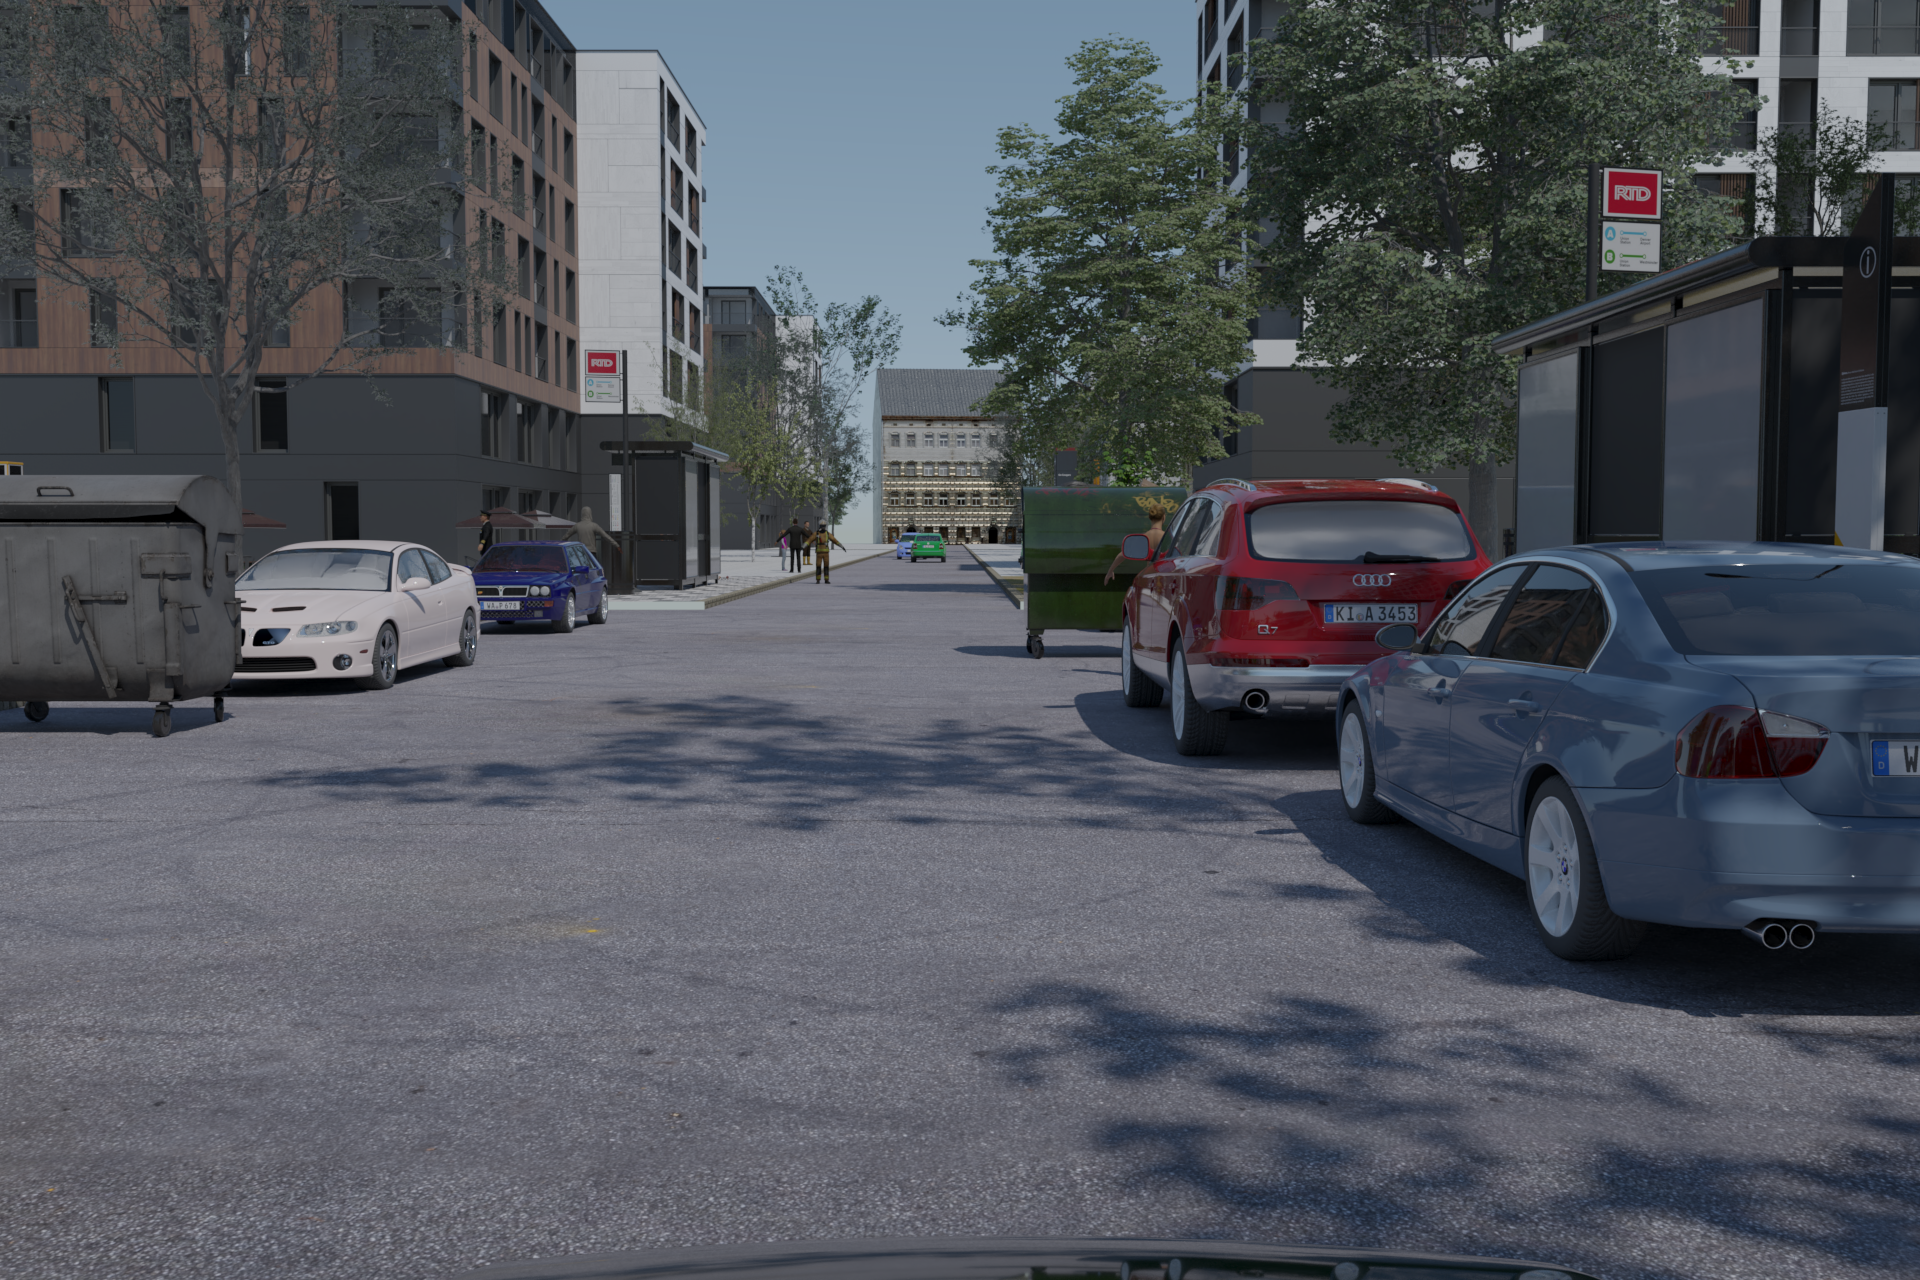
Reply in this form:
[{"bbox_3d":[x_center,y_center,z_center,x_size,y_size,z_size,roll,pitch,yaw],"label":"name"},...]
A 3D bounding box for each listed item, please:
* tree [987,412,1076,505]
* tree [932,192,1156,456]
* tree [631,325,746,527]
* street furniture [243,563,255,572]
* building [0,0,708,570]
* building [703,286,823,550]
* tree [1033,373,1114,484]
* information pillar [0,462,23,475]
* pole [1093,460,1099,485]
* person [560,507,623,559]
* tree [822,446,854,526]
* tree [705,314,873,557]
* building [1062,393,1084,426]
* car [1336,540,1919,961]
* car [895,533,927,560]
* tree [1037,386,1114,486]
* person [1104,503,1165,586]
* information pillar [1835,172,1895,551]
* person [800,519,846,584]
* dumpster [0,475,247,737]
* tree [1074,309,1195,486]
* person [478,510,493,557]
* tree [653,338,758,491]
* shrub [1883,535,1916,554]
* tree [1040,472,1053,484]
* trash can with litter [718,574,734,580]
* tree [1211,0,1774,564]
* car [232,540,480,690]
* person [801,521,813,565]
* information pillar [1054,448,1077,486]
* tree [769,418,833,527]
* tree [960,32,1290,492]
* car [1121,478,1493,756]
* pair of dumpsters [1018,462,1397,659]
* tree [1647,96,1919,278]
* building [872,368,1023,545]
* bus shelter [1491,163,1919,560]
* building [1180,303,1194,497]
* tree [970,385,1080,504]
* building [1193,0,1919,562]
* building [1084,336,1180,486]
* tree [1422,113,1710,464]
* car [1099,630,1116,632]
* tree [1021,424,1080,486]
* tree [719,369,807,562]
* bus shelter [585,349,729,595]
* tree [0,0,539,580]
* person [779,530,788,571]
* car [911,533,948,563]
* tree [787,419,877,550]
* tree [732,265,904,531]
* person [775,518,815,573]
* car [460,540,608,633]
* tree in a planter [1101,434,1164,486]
[{"bbox_3d":[5.516,-11.457,121.734,7.601,10.594,8.767,-1,4,-18],"label":"tree"},{"bbox_3d":[4.174,-14.811,98.051,12.611,20.169,13.585,0,3,0],"label":"tree"},{"bbox_3d":[-9.407,-6.770,61.057,4.360,8.622,3.978,0,3,0],"label":"tree"},{"bbox_3d":[-20.150,-2.139,50.592,10.072,0.657,5.734,-1,4,-15],"label":"street furniture"},{"bbox_3d":[-26.664,-13.904,71.301,27.936,21.610,32.646,0,3,0],"label":"building"},{"bbox_3d":[-27.584,-19.273,159.094,27.936,21.610,32.646,0,4,-1],"label":"building"},{"bbox_3d":[5.518,-7.856,78.806,4.360,8.622,3.978,0,3,0],"label":"tree"},{"bbox_3d":[-9.782,-0.809,17.720,0.304,2.012,0.304,0,4,-1],"label":"information pillar"},{"bbox_3d":[3.683,-3.241,46.839,0.158,3.312,0.155,0,3,0],"label":"pole"},{"bbox_3d":[-7.227,-1.680,33.595,1.348,1.813,0.705,0,4,3],"label":"person"},{"bbox_3d":[-18.392,-19.523,225.862,9.857,13.997,8.962,0,3,0],"label":"tree"},{"bbox_3d":[-10.009,-11.382,96.458,12.009,13.543,11.850,0,3,0],"label":"tree"},{"bbox_3d":[21.553,-22.853,204.570,19.493,23.208,18.063,0,4,0],"label":"building"},{"bbox_3d":[2.837,0.299,7.121,2.014,1.417,4.499,0,4,-1],"label":"car"},{"bbox_3d":[-2.705,-5.411,98.059,1.945,1.707,3.694,0,4,-1],"label":"car"},{"bbox_3d":[6.111,-8.173,83.996,4.360,8.622,3.978,0,3,0],"label":"tree"},{"bbox_3d":[1.987,-0.485,17.196,1.217,1.733,0.721,2,4,28],"label":"person"},{"bbox_3d":[6.008,-1.234,11.532,0.183,3.616,0.504,0,3,0],"label":"information pillar"},{"bbox_3d":[-3.946,-2.540,49.747,1.354,1.858,0.705,-1,4,-14],"label":"person"},{"bbox_3d":[-6.345,-0.271,12.646,1.865,1.857,1.264,0,4,0],"label":"dumpster"},{"bbox_3d":[5.435,-6.425,55.410,4.737,8.622,4.395,0,3,0],"label":"tree"},{"bbox_3d":[-11.013,-2.093,40.161,0.705,1.837,1.347,-1,4,-12],"label":"person"},{"bbox_3d":[-9.507,-7.017,65.093,4.360,8.622,3.978,0,3,0],"label":"tree"},{"bbox_3d":[27.819,-2.901,51.844,1.690,2.028,1.600,0,3,0],"label":"shrub"},{"bbox_3d":[14.722,-19.628,227.576,9.857,13.997,8.962,0,3,0],"label":"tree"},{"bbox_3d":[-7.092,-2.357,49.602,1.678,1.210,2.233,0,4,-1],"label":"trash can with litter"},{"bbox_3d":[9.137,-7.521,29.622,9.857,13.997,8.962,0,3,0],"label":"tree"},{"bbox_3d":[-6.209,-0.309,17.421,2.083,1.381,4.827,0,4,-1],"label":"car"},{"bbox_3d":[-6.292,-3.987,71.322,0.704,1.812,1.346,3,5,43],"label":"person"},{"bbox_3d":[3.178,-3.843,52.213,0.750,3.857,0.750,0,4,-2],"label":"information pillar"},{"bbox_3d":[-10.100,-9.601,107.338,4.737,8.622,4.395,0,3,0],"label":"tree"},{"bbox_3d":[3.790,-7.480,40.421,7.486,12.596,7.792,0,3,0],"label":"tree"},{"bbox_3d":[2.394,-0.248,12.736,2.281,1.827,5.304,0,4,-1],"label":"car"},{"bbox_3d":[2.895,-0.942,20.348,4.436,2.255,1.574,0,3,0],"label":"pair of dumpsters"},{"bbox_3d":[18.781,-6.234,36.344,8.767,10.594,7.601,0,4,4],"label":"tree"},{"bbox_3d":[-1.968,-24.196,228.986,18.063,23.208,19.493,0,4,-6],"label":"building"},{"bbox_3d":[6.628,-2.380,16.541,2.179,5.291,8.768,0,4,0],"label":"bus shelter"},{"bbox_3d":[24.618,-17.136,111.100,19.493,23.208,18.063,0,3,0],"label":"building"},{"bbox_3d":[5.704,-13.781,135.683,12.009,13.543,11.850,0,3,0],"label":"tree"},{"bbox_3d":[22.958,-13.761,68.973,27.936,21.610,32.646,0,4,0],"label":"building"},{"bbox_3d":[21.129,-18.168,163.504,16.747,18.905,31.486,0,4,0],"label":"building"},{"bbox_3d":[16.002,-7.790,45.492,7.486,12.596,7.792,0,3,0],"label":"tree"},{"bbox_3d":[2.884,-0.865,26.730,1.945,1.354,3.894,0,4,0],"label":"car"},{"bbox_3d":[5.697,-9.965,113.295,4.360,8.622,3.978,0,3,0],"label":"tree"},{"bbox_3d":[-9.184,-7.843,78.602,4.737,8.622,4.395,0,3,0],"label":"tree"},{"bbox_3d":[-7.063,-3.842,40.441,2.179,5.291,8.768,0,3,0],"label":"bus shelter"},{"bbox_3d":[-12.338,-7.264,29.143,12.009,13.543,11.850,0,3,0],"label":"tree"},{"bbox_3d":[-6.091,-3.134,60.508,0.599,1.433,0.991,0,4,-2],"label":"person"},{"bbox_3d":[-1.600,-4.851,88.117,1.959,1.807,4.718,0,4,-1],"label":"car"},{"bbox_3d":[-10.377,-12.516,139.044,8.767,10.594,7.601,1,4,12],"label":"tree"},{"bbox_3d":[-11.172,-16.416,124.289,12.611,20.169,13.585,0,3,0],"label":"tree"},{"bbox_3d":[-5.452,-3.124,57.301,1.346,1.802,0.704,-1,4,-14],"label":"person"},{"bbox_3d":[-6.493,-0.838,26.274,1.945,1.354,3.894,0,4,-1],"label":"car"},{"bbox_3d":[3.013,-2.064,30.973,1.991,3.239,1.994,0,4,-1],"label":"tree in a planter"}]
